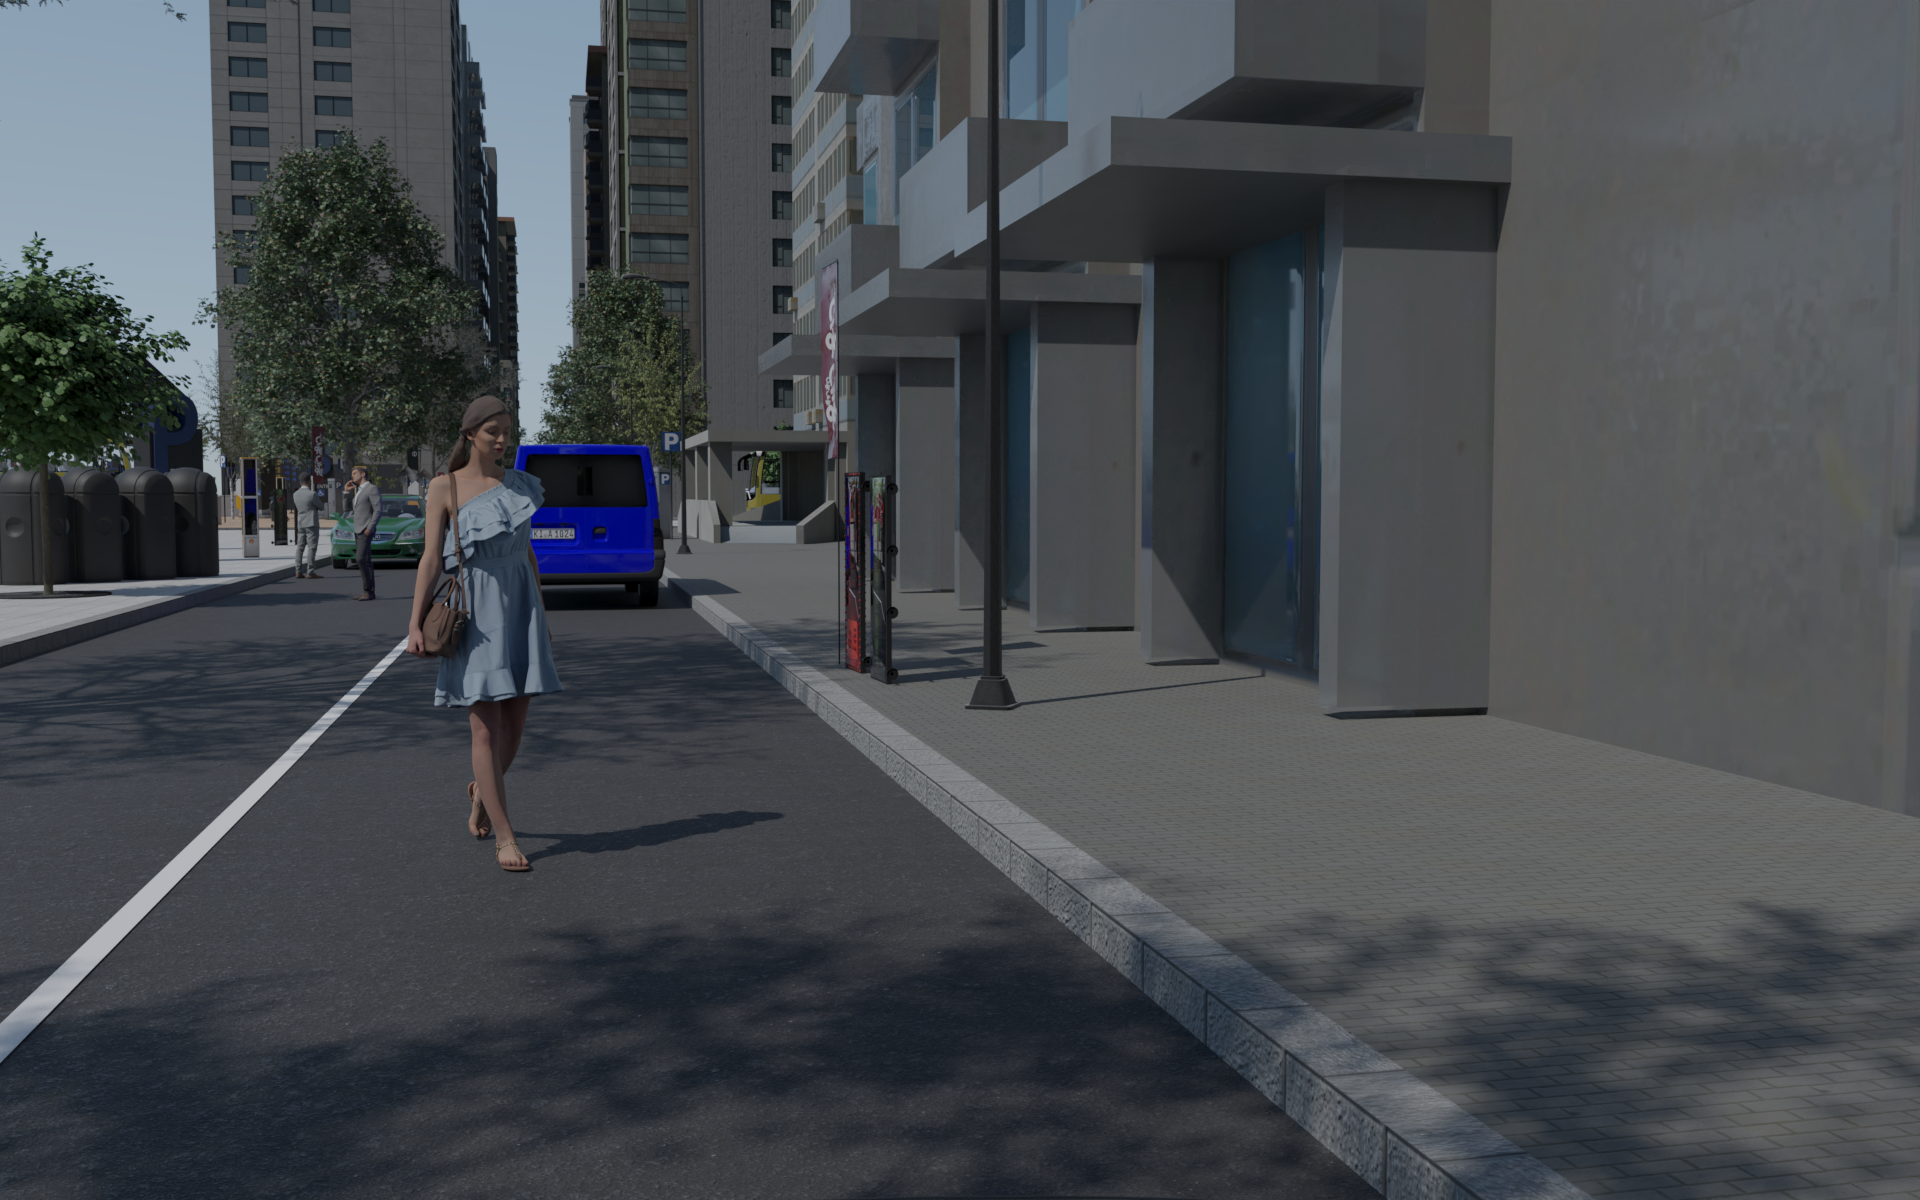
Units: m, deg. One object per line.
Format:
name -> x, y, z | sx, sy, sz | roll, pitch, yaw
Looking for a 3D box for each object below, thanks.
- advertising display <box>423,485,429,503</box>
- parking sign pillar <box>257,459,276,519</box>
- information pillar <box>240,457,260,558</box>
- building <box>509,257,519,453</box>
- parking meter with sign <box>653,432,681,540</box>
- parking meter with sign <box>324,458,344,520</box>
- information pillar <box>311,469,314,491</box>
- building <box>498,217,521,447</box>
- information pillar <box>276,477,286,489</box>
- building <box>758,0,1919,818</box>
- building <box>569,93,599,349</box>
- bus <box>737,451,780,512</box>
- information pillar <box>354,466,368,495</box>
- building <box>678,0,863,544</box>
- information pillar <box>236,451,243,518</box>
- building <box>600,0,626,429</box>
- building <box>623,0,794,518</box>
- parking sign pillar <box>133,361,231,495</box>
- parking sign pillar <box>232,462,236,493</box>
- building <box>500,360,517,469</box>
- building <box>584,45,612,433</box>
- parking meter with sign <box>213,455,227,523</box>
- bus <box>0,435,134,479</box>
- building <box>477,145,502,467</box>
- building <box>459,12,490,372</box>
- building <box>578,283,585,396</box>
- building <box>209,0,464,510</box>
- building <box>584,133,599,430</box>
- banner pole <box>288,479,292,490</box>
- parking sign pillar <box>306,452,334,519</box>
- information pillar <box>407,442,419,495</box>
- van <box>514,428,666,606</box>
advertising display -> -27.945, -5.289, 91.690 | 0.974, 1.923, 0.123 | 1, 4, 10
parking sign pillar -> -36.595, -6.282, 91.189 | 1.447, 3.967, 1.447 | 1, 4, 12
information pillar -> -14.288, -1.856, 34.845 | 0.304, 2.012, 0.304 | -2, 4, -28
building -> -79.995, -36.769, 284.763 | 14.154, 41.232, 14.086 | -1, 4, -13
parking meter with sign -> -8.484, -3.250, 49.398 | 0.543, 3.016, 1.738 | -2, 4, -27
parking meter with sign -> -30.705, -5.437, 85.157 | 1.738, 3.016, 0.543 | 3, 5, 42
information pillar -> -29.679, -5.385, 79.392 | 0.183, 3.616, 0.504 | -1, 4, -16
building -> -78.425, -37.210, 263.013 | 22.147, 44.769, 28.867 | -1, 4, -13
information pillar -> -29.605, -4.346, 75.554 | 0.304, 2.012, 0.304 | 0, 4, 1
building -> 10.497, -24.407, 18.669 | 23.786, 49.044, 30.456 | -1, 4, -13
building -> -47.083, -43.805, 258.204 | 21.231, 58.520, 28.212 | -1, 4, -13
bus -> -2.598, -4.741, 69.055 | 12.252, 3.916, 2.896 | -1, 4, -12
information pillar -> -15.912, -2.544, 46.086 | 0.304, 2.012, 0.304 | -1, 4, -9
building -> 7.691, -22.171, 54.380 | 32.217, 40.220, 23.993 | -1, 4, -13
information pillar -> -39.145, -6.292, 94.231 | 0.504, 3.616, 0.183 | 1, 4, 9
building -> -31.786, -46.267, 194.710 | 20.563, 71.187, 20.611 | -1, 4, -13
building -> -12.162, -20.059, 99.662 | 14.160, 30.474, 14.107 | -1, 4, -13
parking sign pillar -> -15.018, -2.716, 32.880 | 1.447, 3.967, 1.447 | 1, 4, 21
parking sign pillar -> -51.894, -8.280, 123.850 | 1.447, 3.967, 1.447 | 2, 4, 33
building -> -74.621, -23.822, 234.520 | 27.650, 21.520, 28.899 | -1, 4, -13
building -> -25.508, -31.582, 170.995 | 22.147, 44.769, 28.867 | -1, 4, -13
parking meter with sign -> -33.553, -4.941, 77.053 | 0.543, 3.016, 1.738 | 3, 5, 43
bus -> -35.395, -4.306, 61.949 | 12.252, 3.916, 2.896 | -1, 4, -13
building -> -59.788, -31.394, 196.886 | 14.154, 41.232, 14.086 | -1, 4, -13
building -> -59.019, -33.883, 173.600 | 23.786, 49.044, 30.456 | -1, 4, -13
building -> -45.101, -28.510, 237.838 | 14.160, 30.474, 14.107 | -1, 4, -13
building -> -51.309, -43.434, 148.393 | 20.563, 71.187, 20.611 | -1, 4, -13
building -> -38.592, -34.352, 211.758 | 14.600, 45.320, 14.200 | -1, 4, -13
banner pole -> -49.898, -8.500, 128.992 | 0.401, 3.779, 0.863 | 0, 4, -2
parking sign pillar -> -32.511, -6.088, 88.009 | 1.447, 3.967, 1.447 | -2, 4, -25
information pillar -> -24.328, -5.245, 77.106 | 0.504, 3.616, 0.183 | 0, 4, -6
van -> -5.186, -1.177, 23.631 | 2.240, 2.365, 5.245 | -1, 4, -14
